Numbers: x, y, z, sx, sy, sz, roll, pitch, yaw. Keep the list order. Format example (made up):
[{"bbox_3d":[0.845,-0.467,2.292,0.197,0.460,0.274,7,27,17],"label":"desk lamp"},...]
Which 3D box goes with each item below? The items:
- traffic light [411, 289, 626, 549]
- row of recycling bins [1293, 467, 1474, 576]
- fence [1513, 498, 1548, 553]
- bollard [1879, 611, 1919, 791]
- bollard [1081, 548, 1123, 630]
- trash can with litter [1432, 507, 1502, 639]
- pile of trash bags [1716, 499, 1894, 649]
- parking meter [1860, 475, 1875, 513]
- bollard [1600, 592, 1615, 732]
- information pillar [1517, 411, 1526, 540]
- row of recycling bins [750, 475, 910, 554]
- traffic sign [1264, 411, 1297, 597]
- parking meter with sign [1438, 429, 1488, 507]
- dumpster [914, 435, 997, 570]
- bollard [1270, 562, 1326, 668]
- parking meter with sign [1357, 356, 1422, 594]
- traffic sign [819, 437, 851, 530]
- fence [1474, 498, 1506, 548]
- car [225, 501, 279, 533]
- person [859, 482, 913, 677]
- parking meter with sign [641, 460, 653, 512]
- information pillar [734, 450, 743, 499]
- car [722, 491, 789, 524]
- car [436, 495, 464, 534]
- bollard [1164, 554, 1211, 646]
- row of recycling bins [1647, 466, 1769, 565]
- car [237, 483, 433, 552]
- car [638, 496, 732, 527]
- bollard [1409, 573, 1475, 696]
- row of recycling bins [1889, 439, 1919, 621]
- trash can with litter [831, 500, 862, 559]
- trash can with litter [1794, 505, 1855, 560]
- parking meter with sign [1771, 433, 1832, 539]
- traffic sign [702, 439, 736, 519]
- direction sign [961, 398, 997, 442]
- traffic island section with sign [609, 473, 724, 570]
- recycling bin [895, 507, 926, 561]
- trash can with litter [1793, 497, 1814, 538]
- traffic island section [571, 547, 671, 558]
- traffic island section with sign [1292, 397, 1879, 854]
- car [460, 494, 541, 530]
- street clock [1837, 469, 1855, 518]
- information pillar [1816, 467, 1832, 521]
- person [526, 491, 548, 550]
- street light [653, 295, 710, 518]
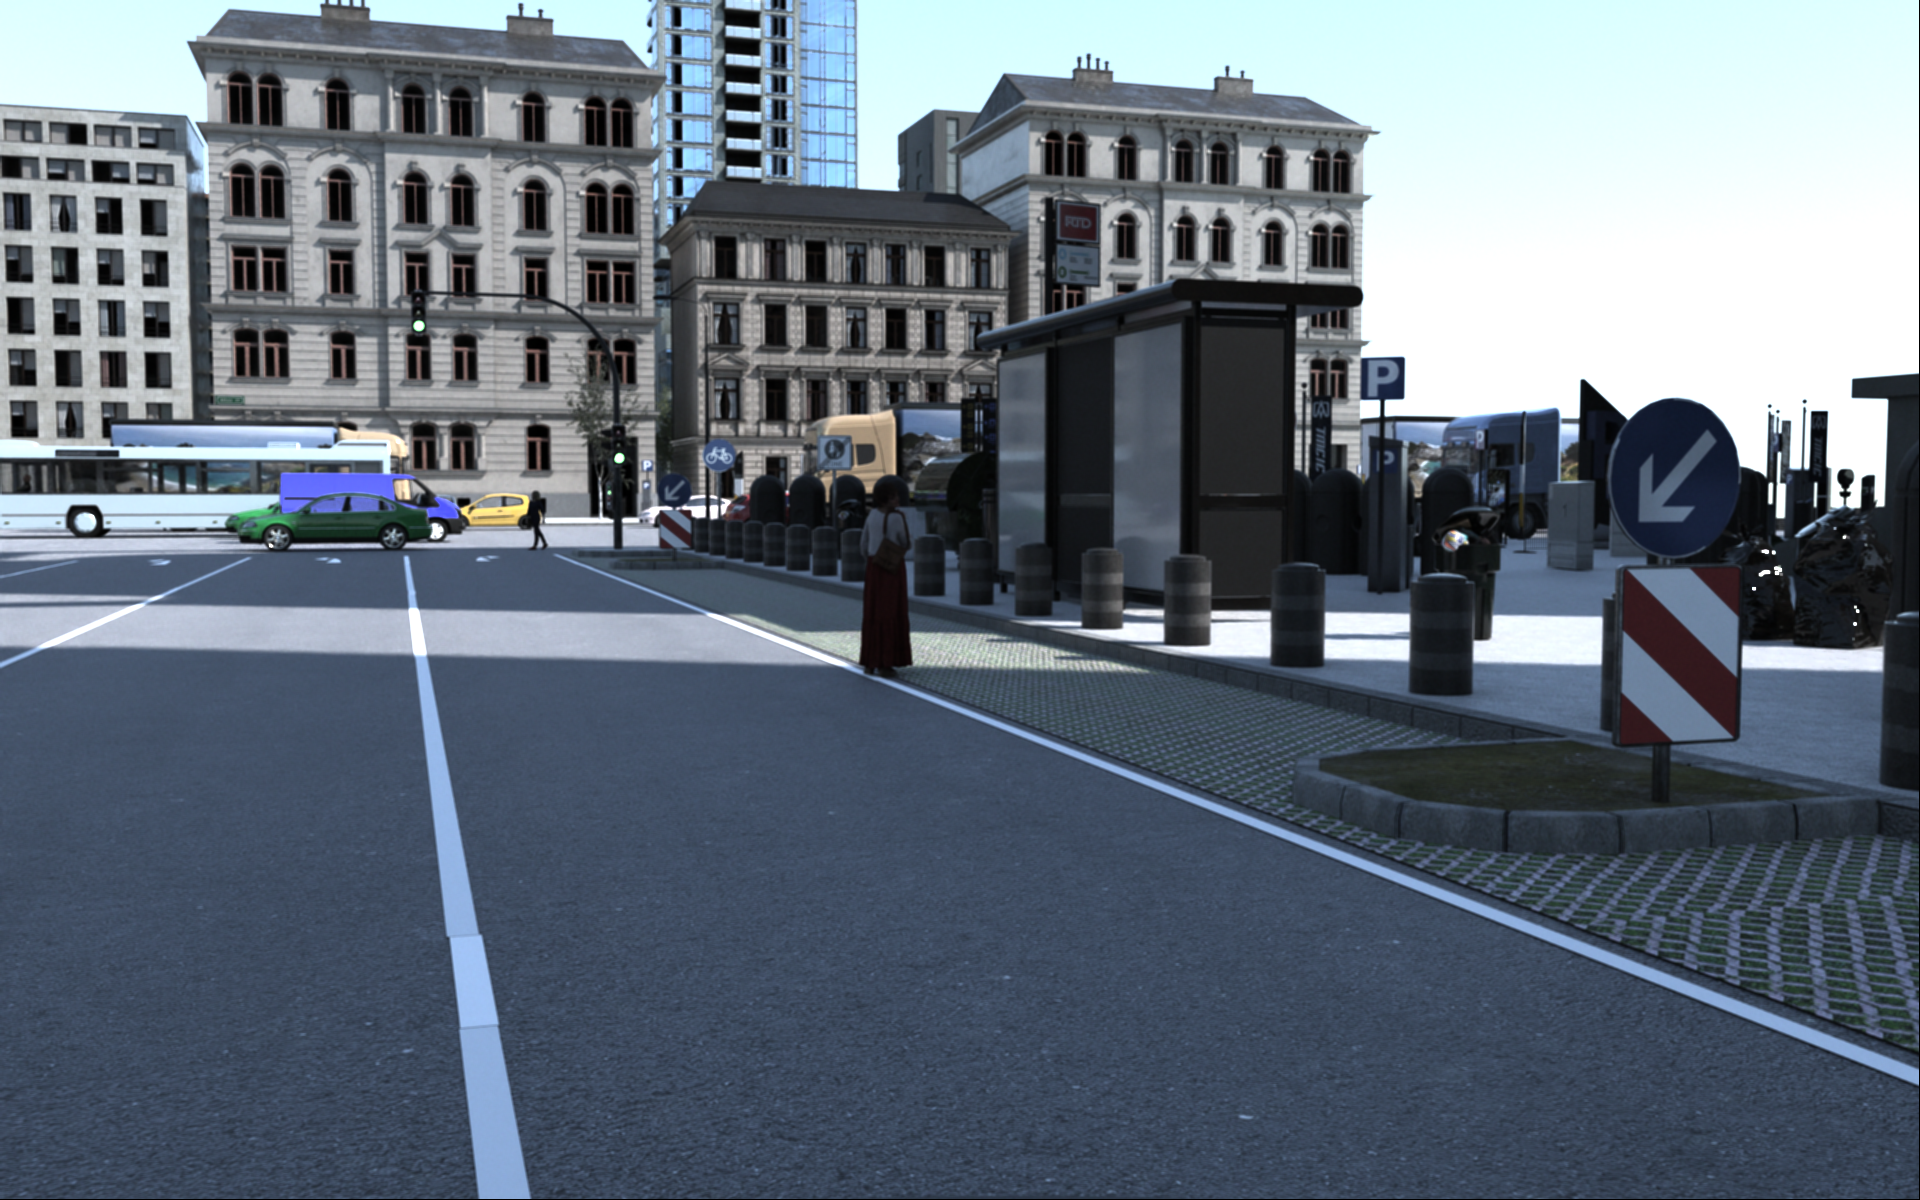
[{"bbox_3d":[-9.940,-3.958,39.378,4.771,5.953,1.251,-1,4,-18],"label":"traffic light"},{"bbox_3d":[6.456,-1.251,27.573,3.534,1.692,1.069,3,4,38],"label":"row of recycling bins"},{"bbox_3d":[13.162,-1.663,38.389,2.264,1.192,0.480,-3,4,-37],"label":"fence"},{"bbox_3d":[4.270,0.435,7.600,0.404,0.777,0.398,0,3,0],"label":"bollard"},{"bbox_3d":[1.360,-0.113,16.558,0.404,0.777,0.398,0,3,0],"label":"bollard"},{"bbox_3d":[4.381,-0.254,15.543,0.624,1.170,1.055,-1,4,-14],"label":"trash can with litter"},{"bbox_3d":[8.487,-0.344,15.376,3.447,1.369,1.912,-1,4,-10],"label":"pile of trash bags"},{"bbox_3d":[27.175,-2.823,51.868,0.399,1.863,0.255,-3,4,-36],"label":"parking meter"},{"bbox_3d":[3.690,0.326,9.389,0.404,0.777,0.398,0,3,0],"label":"bollard"},{"bbox_3d":[15.790,-3.503,48.624,0.183,3.616,0.504,1,4,23],"label":"information pillar"},{"bbox_3d":[-2.813,-1.847,37.307,3.534,1.692,1.069,0,4,7],"label":"row of recycling bins"},{"bbox_3d":[3.677,-1.274,20.933,0.768,2.556,0.104,-1,4,-9],"label":"traffic sign"},{"bbox_3d":[13.207,-3.071,46.466,1.738,3.016,0.543,-1,4,-12],"label":"parking meter with sign"},{"bbox_3d":[0.208,-1.639,29.293,1.502,2.255,1.985,-1,4,-18],"label":"dumpster"},{"bbox_3d":[2.530,0.107,12.971,0.404,0.777,0.398,0,3,0],"label":"bollard"},{"bbox_3d":[5.680,-1.626,22.851,0.543,3.016,1.738,1,4,22],"label":"parking meter with sign"},{"bbox_3d":[-2.196,-1.722,30.285,0.606,2.300,0.079,-1,4,-16],"label":"traffic sign"},{"bbox_3d":[12.449,-1.911,42.442,0.480,1.192,2.264,-1,4,-22],"label":"fence"},{"bbox_3d":[-21.222,-2.888,56.010,4.718,1.807,1.959,-1,4,-16],"label":"car"},{"bbox_3d":[-0.596,-0.162,13.612,0.387,1.526,0.523,-3,5,-42],"label":"person"},{"bbox_3d":[-16.052,-5.652,88.678,0.543,3.016,1.738,0,4,-6],"label":"parking meter with sign"},{"bbox_3d":[-11.881,-6.224,93.117,0.504,3.616,0.183,1,4,14],"label":"information pillar"},{"bbox_3d":[-5.449,-2.885,56.208,4.494,1.783,2.155,-1,4,-18],"label":"car"},{"bbox_3d":[-19.081,-3.125,63.091,2.014,1.417,4.499,-1,4,-17],"label":"car"},{"bbox_3d":[1.939,-0.003,14.764,0.404,0.777,0.398,0,3,0],"label":"bollard"},{"bbox_3d":[10.706,-1.071,24.625,1.069,1.692,3.534,3,4,39],"label":"row of recycling bins"},{"bbox_3d":[-15.951,-2.171,44.299,4.718,1.807,1.959,-1,4,-20],"label":"car"},{"bbox_3d":[-11.439,-3.810,74.657,4.827,1.381,2.083,-1,4,-18],"label":"car"},{"bbox_3d":[3.110,0.216,11.182,0.404,0.777,0.398,0,3,0],"label":"bollard"},{"bbox_3d":[6.489,-0.089,8.569,1.069,1.692,3.534,-3,5,-42],"label":"row of recycling bins"},{"bbox_3d":[-2.409,-1.391,34.131,0.624,1.170,1.055,-3,5,-43],"label":"trash can with litter"},{"bbox_3d":[8.433,-0.365,17.361,1.055,1.170,0.624,1,4,15],"label":"trash can with litter"},{"bbox_3d":[24.156,-3.271,49.745,1.738,3.016,0.543,0,4,-7],"label":"parking meter with sign"},{"bbox_3d":[-5.537,-2.432,39.864,0.768,2.556,0.104,-1,4,-10],"label":"traffic sign"},{"bbox_3d":[0.446,-2.997,40.998,0.876,3.537,0.379,1,4,17],"label":"direction sign"},{"bbox_3d":[-5.732,-1.520,33.474,1.989,1.847,2.006,-1,4,-18],"label":"traffic island section with sign"},{"bbox_3d":[-0.828,-1.279,33.473,0.722,1.027,0.722,1,4,11],"label":"recycling bin"},{"bbox_3d":[20.632,-1.863,41.515,2.233,1.210,1.678,-1,4,-14],"label":"trash can with litter"},{"bbox_3d":[-7.936,-1.101,40.286,2.009,0.180,2.903,-1,4,-18],"label":"traffic island section"},{"bbox_3d":[2.607,0.048,7.836,1.989,1.847,2.006,-1,4,-18],"label":"traffic island section with sign"},{"bbox_3d":[-18.782,-3.608,69.219,3.980,1.641,2.015,-1,4,-17],"label":"car"},{"bbox_3d":[25.198,-2.737,49.317,0.471,2.002,0.358,-2,4,-28],"label":"street clock"},{"bbox_3d":[23.614,-2.621,47.352,0.304,2.012,0.304,3,5,43],"label":"information pillar"},{"bbox_3d":[-10.887,-2.053,44.616,0.480,1.512,0.613,1,4,13],"label":"person"},{"bbox_3d":[-6.474,-4.165,40.636,1.470,5.913,1.316,-1,4,-18],"label":"street light"}]
